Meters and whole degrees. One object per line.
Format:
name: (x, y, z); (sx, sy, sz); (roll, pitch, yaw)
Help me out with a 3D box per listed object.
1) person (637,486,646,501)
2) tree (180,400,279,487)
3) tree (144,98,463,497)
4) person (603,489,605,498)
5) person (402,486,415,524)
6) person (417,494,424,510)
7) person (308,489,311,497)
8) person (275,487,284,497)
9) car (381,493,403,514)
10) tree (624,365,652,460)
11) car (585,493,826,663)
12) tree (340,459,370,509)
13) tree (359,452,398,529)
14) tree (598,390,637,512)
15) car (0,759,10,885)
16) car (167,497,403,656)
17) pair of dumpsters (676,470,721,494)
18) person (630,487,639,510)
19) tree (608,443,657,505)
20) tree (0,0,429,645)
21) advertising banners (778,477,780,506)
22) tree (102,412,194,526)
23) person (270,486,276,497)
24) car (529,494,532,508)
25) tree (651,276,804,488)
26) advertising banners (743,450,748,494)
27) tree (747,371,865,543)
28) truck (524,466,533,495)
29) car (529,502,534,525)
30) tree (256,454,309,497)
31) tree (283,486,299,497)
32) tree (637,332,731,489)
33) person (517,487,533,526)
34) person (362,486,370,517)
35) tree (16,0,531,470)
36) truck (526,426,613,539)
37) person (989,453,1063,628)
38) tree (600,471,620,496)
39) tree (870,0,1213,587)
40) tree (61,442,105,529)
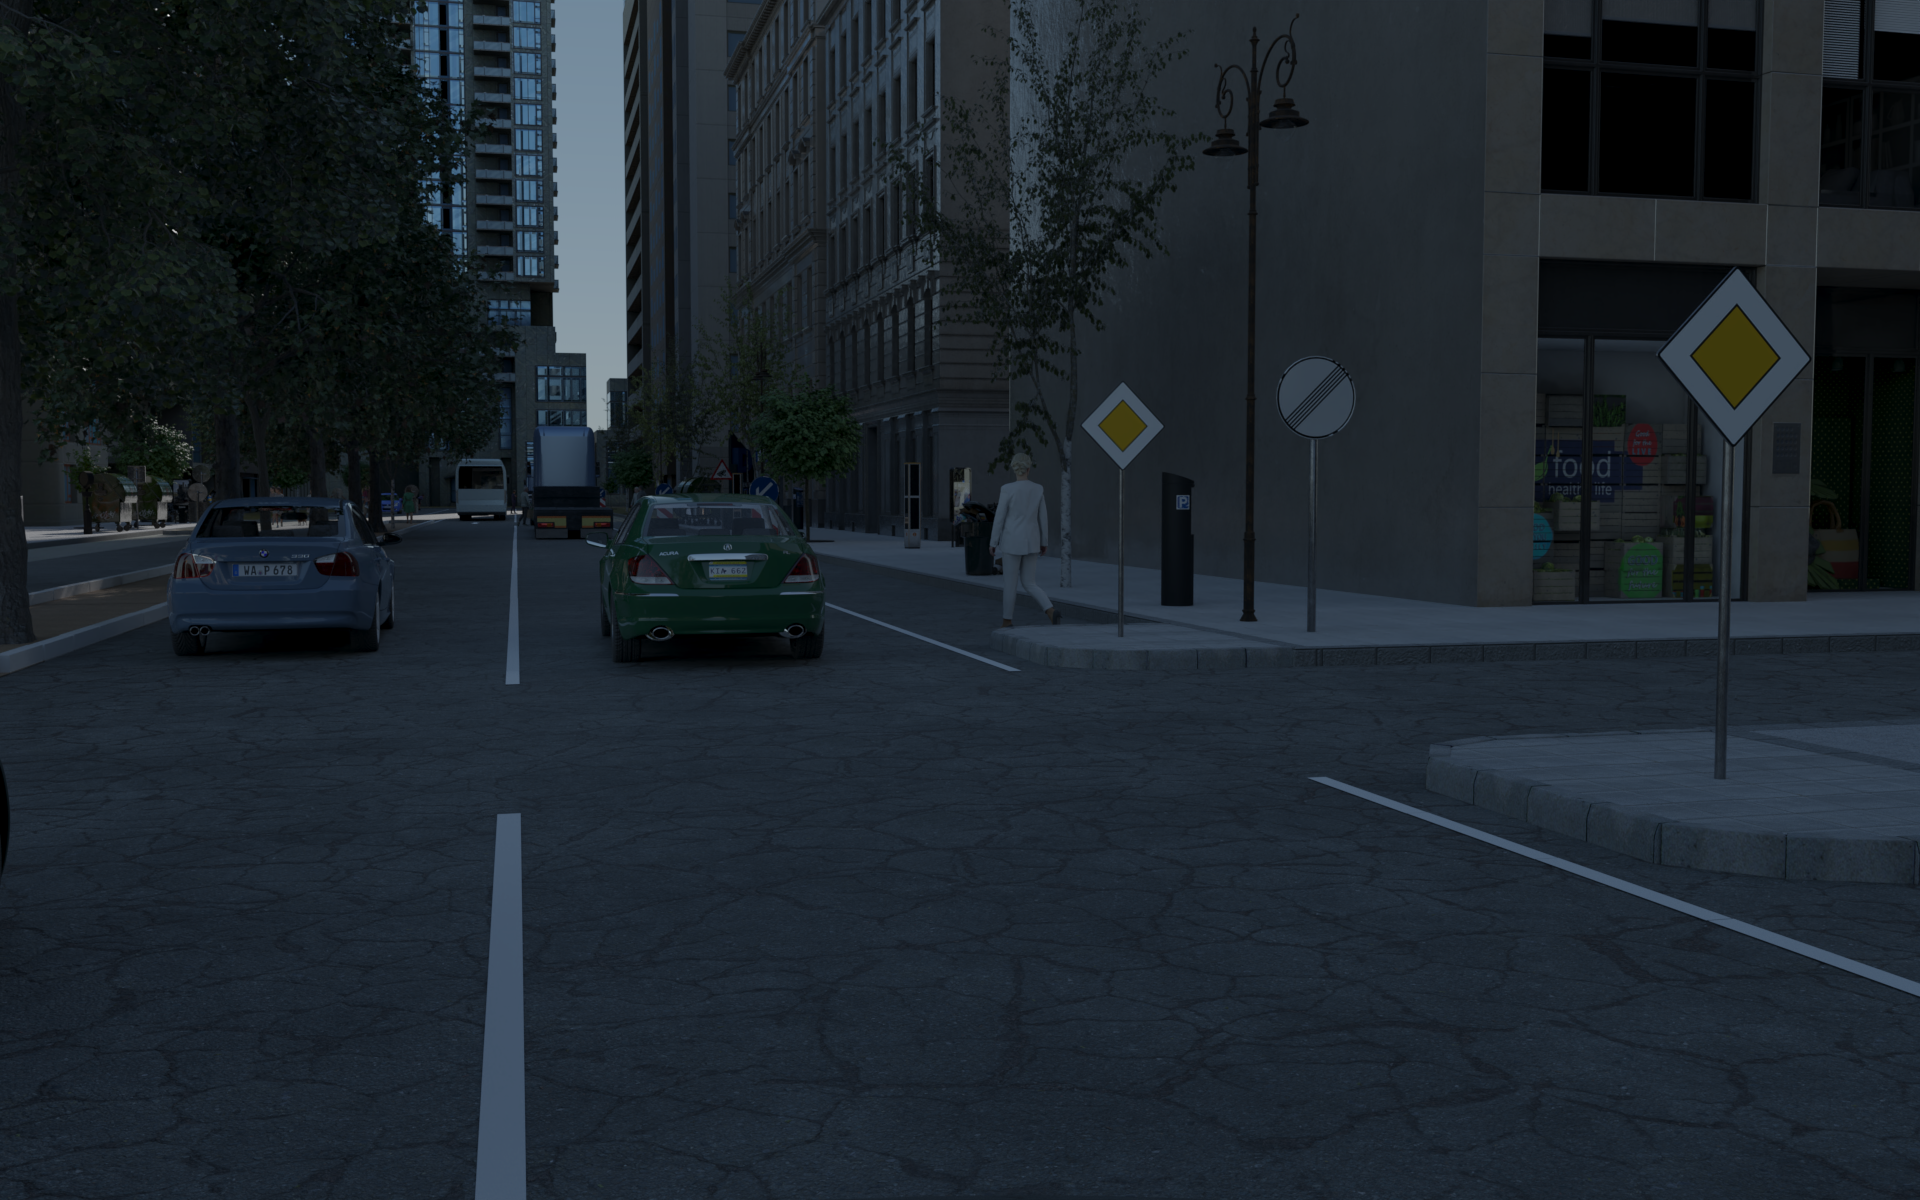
person: (-14.379, -4.248, 78.060); (0.767, 1.812, 0.694); (1, 4, 21)
tree: (-37.321, -8.417, 87.980); (4.737, 8.622, 4.395); (0, 3, 0)
tree: (-14.524, -6.077, 36.232); (8.767, 10.594, 7.601); (-1, 4, -14)
person: (-24.513, -6.744, 118.762); (0.705, 1.824, 1.348); (0, 4, -8)
person: (-26.376, -4.534, 82.880); (0.600, 1.795, 0.529); (-2, 4, -28)
person: (-47.506, -8.611, 152.528); (0.697, 1.427, 0.421); (-2, 4, -34)
person: (-30.626, -4.428, 81.902); (0.512, 1.701, 0.522); (-1, 4, -9)
person: (-29.093, -3.957, 73.940); (0.466, 1.731, 0.760); (-1, 4, -17)
car: (-41.328, -7.078, 125.314); (1.945, 1.707, 3.694); (-1, 4, -15)
tree: (-16.192, -8.776, 93.847); (4.737, 8.622, 4.395); (0, 3, 0)
car: (-2.421, -0.276, 16.315); (2.131, 1.459, 4.920); (-1, 4, -13)
tree: (-52.368, -10.226, 150.915); (4.285, 4.588, 4.351); (0, 3, 0)
tree: (-23.431, -7.247, 71.302); (4.360, 8.622, 3.978); (0, 3, 0)
tree: (-23.526, -10.520, 122.371); (4.360, 8.622, 3.978); (0, 3, 0)
car: (-3.465, 0.372, 3.703); (2.009, 1.686, 4.222); (-1, 4, -13)
car: (-6.471, -0.292, 16.776); (2.014, 1.417, 4.499); (-1, 4, -15)
pair of dumpsters: (-10.681, -4.203, 71.213); (1.574, 2.255, 4.437); (-1, 4, -14)
person: (-15.547, -4.551, 83.387); (0.782, 1.767, 0.515); (2, 4, 30)
tree: (-20.815, -7.768, 110.727); (4.285, 4.588, 4.351); (0, 3, 0)
tree: (-9.302, -6.556, 16.295); (9.857, 13.997, 8.962); (0, 3, 0)
advertising banners: (-5.647, -3.530, 53.899); (0.090, 3.025, 2.074); (0, 4, -5)
tree: (-32.750, -5.275, 69.965); (4.285, 4.588, 4.351); (0, 3, 0)
person: (-31.572, -4.314, 79.373); (0.599, 1.781, 0.374); (0, 4, -2)
car: (-33.610, -7.659, 137.225); (2.014, 1.417, 4.499); (-1, 4, -14)
tree: (-6.906, -6.564, 57.687); (4.737, 8.622, 4.395); (0, 3, 0)
advertising banners: (-8.495, -4.434, 68.686); (0.090, 3.025, 2.074); (0, 4, -1)
tree: (-4.089, -3.838, 46.473); (4.285, 4.588, 4.351); (0, 3, 0)
truck: (-37.234, -10.023, 153.637); (2.967, 4.110, 18.799); (-1, 4, -14)
car: (-19.086, -4.209, 80.617); (2.131, 1.459, 4.920); (-1, 4, -14)
tree: (-41.052, -7.450, 105.525); (4.285, 4.588, 4.351); (0, 3, 0)
tree: (-43.482, -9.952, 113.075); (4.737, 8.622, 4.395); (0, 3, 0)
tree: (-12.372, -7.824, 78.292); (4.360, 8.622, 3.978); (0, 3, 0)
person: (-19.403, -4.181, 77.339); (0.782, 1.767, 0.515); (3, 5, 42)
person: (-27.210, -4.341, 79.442); (0.573, 1.828, 0.580); (1, 4, 14)
tree: (-11.893, -6.630, 27.870); (9.611, 12.733, 9.660); (0, 3, 0)
truck: (-14.380, -4.508, 63.457); (2.967, 4.110, 18.799); (-1, 4, -14)
person: (0.656, -0.548, 17.346); (0.818, 1.842, 0.514); (3, 5, 41)
tree: (-29.559, -9.333, 147.199); (1.663, 3.219, 1.824); (0, 3, 0)
tree: (1.228, -4.484, 23.675); (4.360, 8.622, 3.978); (0, 3, 0)
tree: (-32.402, -4.268, 64.383); (1.663, 3.219, 1.824); (0, 3, 0)
